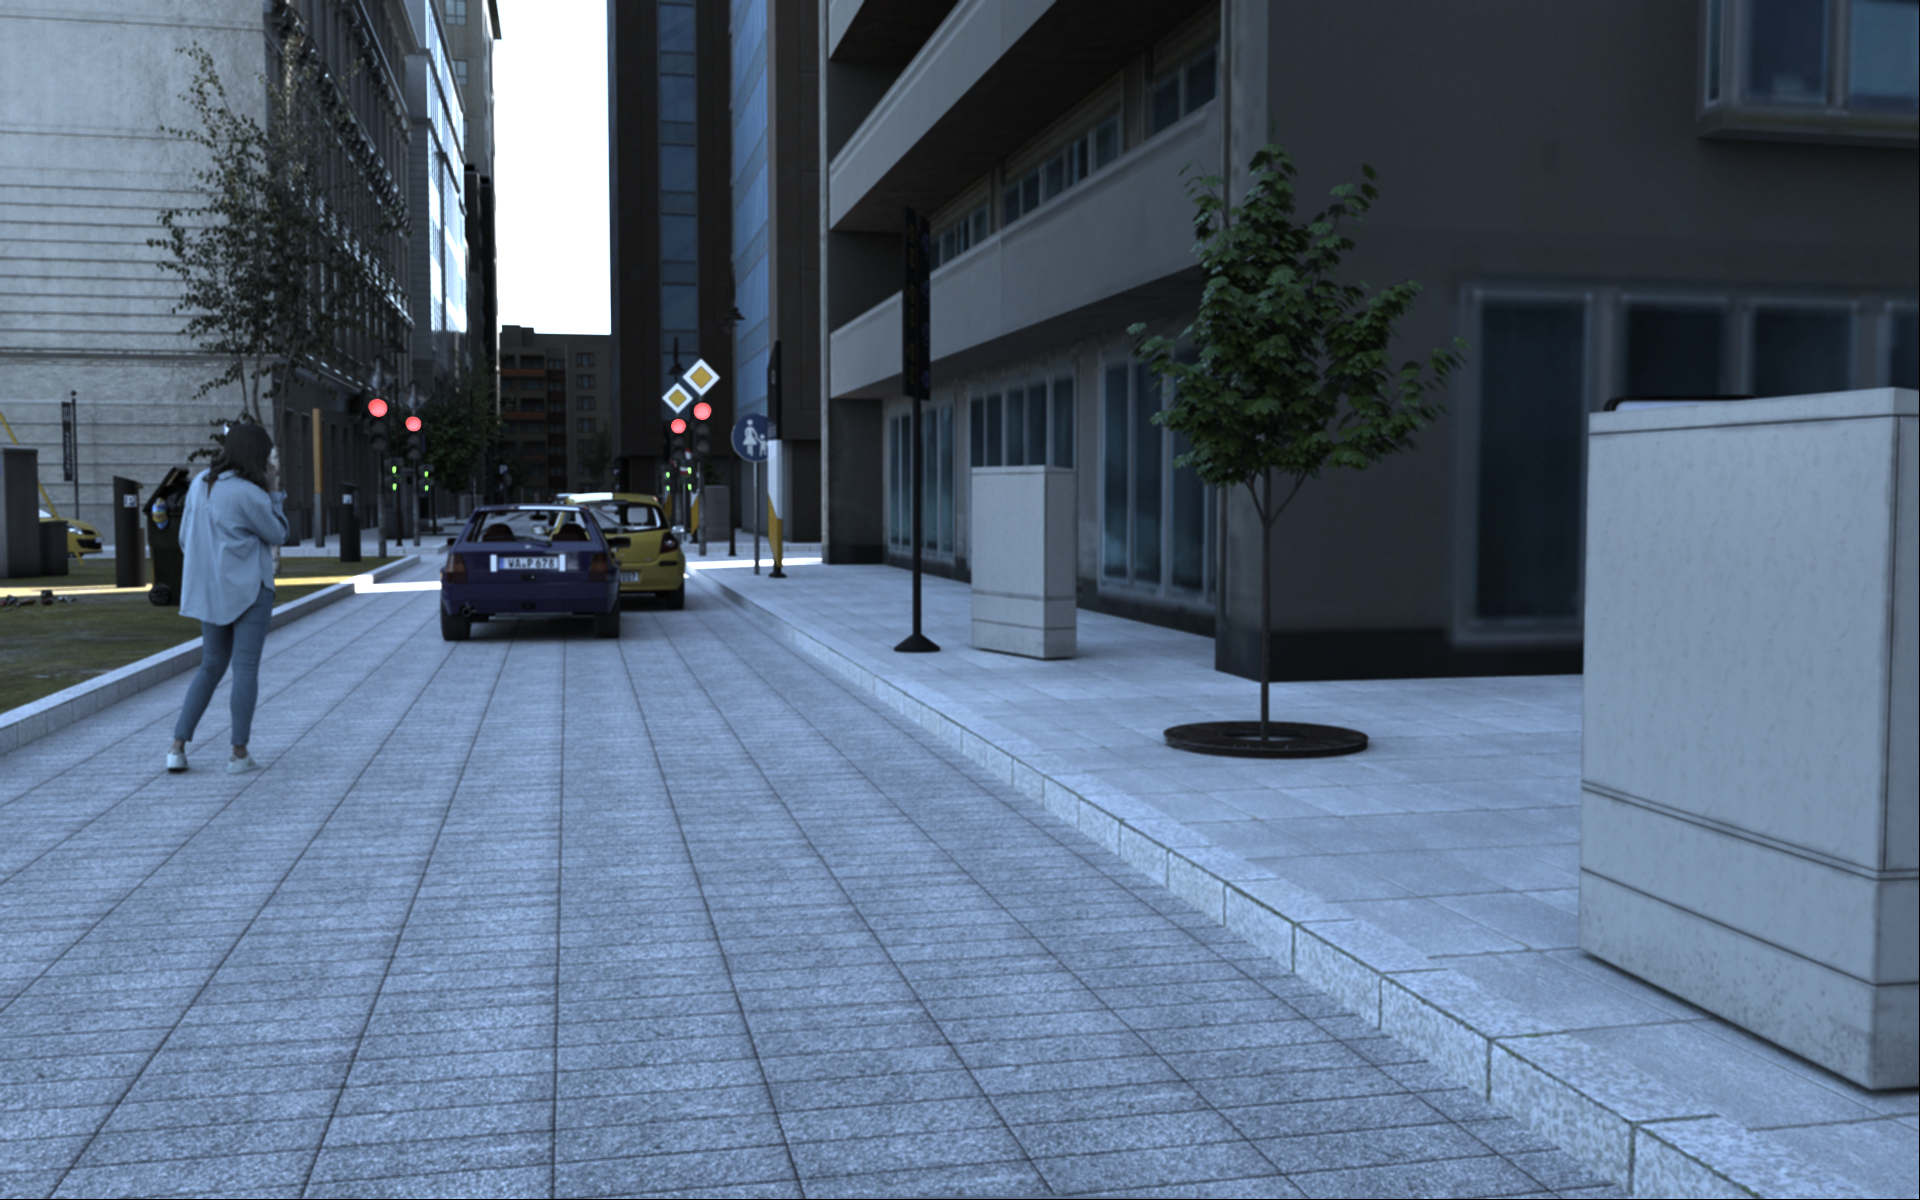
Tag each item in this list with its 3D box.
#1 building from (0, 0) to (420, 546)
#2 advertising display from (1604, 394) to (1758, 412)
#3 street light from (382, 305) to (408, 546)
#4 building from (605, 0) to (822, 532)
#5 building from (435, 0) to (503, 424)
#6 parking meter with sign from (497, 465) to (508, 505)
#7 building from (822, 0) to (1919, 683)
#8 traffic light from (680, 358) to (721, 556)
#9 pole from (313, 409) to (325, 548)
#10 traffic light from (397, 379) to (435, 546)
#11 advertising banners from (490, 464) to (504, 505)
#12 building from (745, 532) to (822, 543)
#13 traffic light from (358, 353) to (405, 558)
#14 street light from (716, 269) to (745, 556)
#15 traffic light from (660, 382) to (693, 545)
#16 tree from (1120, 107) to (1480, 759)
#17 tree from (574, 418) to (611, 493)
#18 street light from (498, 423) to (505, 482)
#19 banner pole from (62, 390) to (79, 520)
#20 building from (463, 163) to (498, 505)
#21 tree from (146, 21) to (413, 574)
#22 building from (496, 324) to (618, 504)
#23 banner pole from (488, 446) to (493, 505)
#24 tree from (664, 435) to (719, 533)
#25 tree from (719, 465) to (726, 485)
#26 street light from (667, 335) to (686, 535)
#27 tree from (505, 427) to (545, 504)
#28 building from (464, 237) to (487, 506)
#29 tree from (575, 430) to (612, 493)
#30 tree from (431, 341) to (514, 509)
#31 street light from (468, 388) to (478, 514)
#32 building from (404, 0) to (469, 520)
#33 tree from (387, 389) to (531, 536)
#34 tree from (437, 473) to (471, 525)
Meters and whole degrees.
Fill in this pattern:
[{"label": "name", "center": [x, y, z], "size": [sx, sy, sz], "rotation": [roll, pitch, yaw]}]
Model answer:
[{"label": "building", "center": [-29.741, -17.476, 62.147], "size": [17.030, 29.872, 44.131], "rotation": [-1, 4, -13]}, {"label": "advertising display", "center": [4.706, -0.374, 11.335], "size": [0.974, 1.923, 0.123], "rotation": [0, 4, 3]}, {"label": "street light", "center": [-13.799, -4.261, 42.452], "size": [0.468, 5.910, 1.993], "rotation": [-1, 4, -13]}, {"label": "building", "center": [-7.193, -25.703, 70.353], "size": [14.600, 45.320, 14.200], "rotation": [-1, 4, -13]}, {"label": "building", "center": [-59.121, -35.491, 169.518], "size": [27.495, 52.752, 28.713], "rotation": [-1, 4, -13]}, {"label": "parking meter with sign", "center": [-27.605, -6.614, 104.396], "size": [0.543, 3.016, 1.738], "rotation": [-1, 4, -22]}, {"label": "building", "center": [10.127, -24.413, 22.859], "size": [21.300, 48.544, 21.600], "rotation": [-1, 4, -13]}, {"label": "traffic light", "center": [-5.375, -2.875, 35.927], "size": [0.839, 4.253, 0.868], "rotation": [-1, 4, -13]}, {"label": "pole", "center": [-15.325, -2.908, 41.382], "size": [0.158, 3.312, 0.155], "rotation": [0, 3, 0]}, {"label": "traffic light", "center": [-13.287, -3.266, 42.316], "size": [0.839, 4.253, 0.868], "rotation": [-1, 4, -13]}, {"label": "advertising banners", "center": [-26.814, -6.361, 100.183], "size": [0.090, 3.025, 2.074], "rotation": [0, 4, 6]}, {"label": "building", "center": [0.697, -24.574, 51.900], "size": [14.200, 45.320, 14.600], "rotation": [-1, 4, -13]}, {"label": "traffic light", "center": [-11.528, -2.789, 34.526], "size": [0.839, 4.253, 0.868], "rotation": [-1, 4, -13]}, {"label": "street light", "center": [-4.715, -3.848, 35.704], "size": [0.468, 5.910, 1.993], "rotation": [-1, 4, -13]}, {"label": "traffic light", "center": [-7.134, -3.351, 43.717], "size": [0.839, 4.253, 0.868], "rotation": [-1, 4, -13]}, {"label": "tree", "center": [1.462, -0.863, 8.714], "size": [1.663, 3.219, 1.824], "rotation": [0, 3, 0]}, {"label": "tree", "center": [-34.742, -13.240, 166.831], "size": [4.737, 8.622, 4.395], "rotation": [0, 3, 0]}, {"label": "street light", "center": [-28.680, -8.296, 108.421], "size": [0.468, 5.910, 1.993], "rotation": [-1, 4, -13]}, {"label": "banner pole", "center": [-21.383, -3.159, 41.674], "size": [0.401, 3.779, 0.863], "rotation": [0, 4, -3]}, {"label": "building", "center": [-47.672, -23.108, 149.515], "size": [14.160, 30.474, 14.107], "rotation": [-1, 4, -13]}, {"label": "tree", "center": [-10.980, -4.734, 27.770], "size": [4.360, 8.622, 3.978], "rotation": [0, 3, 0]}, {"label": "building", "center": [-53.713, -22.425, 211.685], "size": [28.899, 21.520, 27.650], "rotation": [-1, 4, -13]}, {"label": "banner pole", "center": [-24.710, -6.188, 91.187], "size": [0.401, 3.779, 0.863], "rotation": [-2, 4, -30]}, {"label": "tree", "center": [-8.974, -3.825, 57.137], "size": [1.663, 3.219, 1.824], "rotation": [0, 3, 0]}, {"label": "tree", "center": [-8.876, -3.975, 59.592], "size": [1.663, 3.219, 1.824], "rotation": [0, 3, 0]}, {"label": "street light", "center": [-8.255, -4.751, 50.468], "size": [0.468, 5.910, 1.993], "rotation": [-1, 4, -13]}, {"label": "tree", "center": [-48.067, -14.713, 190.912], "size": [4.360, 8.622, 3.978], "rotation": [0, 3, 0]}, {"label": "building", "center": [-49.642, -17.214, 126.484], "size": [27.650, 21.520, 28.899], "rotation": [-1, 4, -13]}, {"label": "tree", "center": [-40.345, -14.837, 192.954], "size": [4.360, 8.622, 3.978], "rotation": [0, 3, 0]}, {"label": "tree", "center": [-23.564, -8.151, 83.626], "size": [4.737, 8.622, 4.395], "rotation": [0, 3, 0]}, {"label": "street light", "center": [-21.280, -6.286, 75.558], "size": [0.468, 5.910, 1.993], "rotation": [-1, 4, -13]}, {"label": "building", "center": [-34.702, -19.655, 98.859], "size": [11.434, 29.767, 29.804], "rotation": [-1, 4, -13]}, {"label": "tree", "center": [-16.425, -4.306, 54.115], "size": [4.285, 4.588, 4.351], "rotation": [0, 3, 0]}, {"label": "tree", "center": [-20.945, -4.697, 71.397], "size": [1.663, 3.219, 1.824], "rotation": [0, 3, 0]}]
